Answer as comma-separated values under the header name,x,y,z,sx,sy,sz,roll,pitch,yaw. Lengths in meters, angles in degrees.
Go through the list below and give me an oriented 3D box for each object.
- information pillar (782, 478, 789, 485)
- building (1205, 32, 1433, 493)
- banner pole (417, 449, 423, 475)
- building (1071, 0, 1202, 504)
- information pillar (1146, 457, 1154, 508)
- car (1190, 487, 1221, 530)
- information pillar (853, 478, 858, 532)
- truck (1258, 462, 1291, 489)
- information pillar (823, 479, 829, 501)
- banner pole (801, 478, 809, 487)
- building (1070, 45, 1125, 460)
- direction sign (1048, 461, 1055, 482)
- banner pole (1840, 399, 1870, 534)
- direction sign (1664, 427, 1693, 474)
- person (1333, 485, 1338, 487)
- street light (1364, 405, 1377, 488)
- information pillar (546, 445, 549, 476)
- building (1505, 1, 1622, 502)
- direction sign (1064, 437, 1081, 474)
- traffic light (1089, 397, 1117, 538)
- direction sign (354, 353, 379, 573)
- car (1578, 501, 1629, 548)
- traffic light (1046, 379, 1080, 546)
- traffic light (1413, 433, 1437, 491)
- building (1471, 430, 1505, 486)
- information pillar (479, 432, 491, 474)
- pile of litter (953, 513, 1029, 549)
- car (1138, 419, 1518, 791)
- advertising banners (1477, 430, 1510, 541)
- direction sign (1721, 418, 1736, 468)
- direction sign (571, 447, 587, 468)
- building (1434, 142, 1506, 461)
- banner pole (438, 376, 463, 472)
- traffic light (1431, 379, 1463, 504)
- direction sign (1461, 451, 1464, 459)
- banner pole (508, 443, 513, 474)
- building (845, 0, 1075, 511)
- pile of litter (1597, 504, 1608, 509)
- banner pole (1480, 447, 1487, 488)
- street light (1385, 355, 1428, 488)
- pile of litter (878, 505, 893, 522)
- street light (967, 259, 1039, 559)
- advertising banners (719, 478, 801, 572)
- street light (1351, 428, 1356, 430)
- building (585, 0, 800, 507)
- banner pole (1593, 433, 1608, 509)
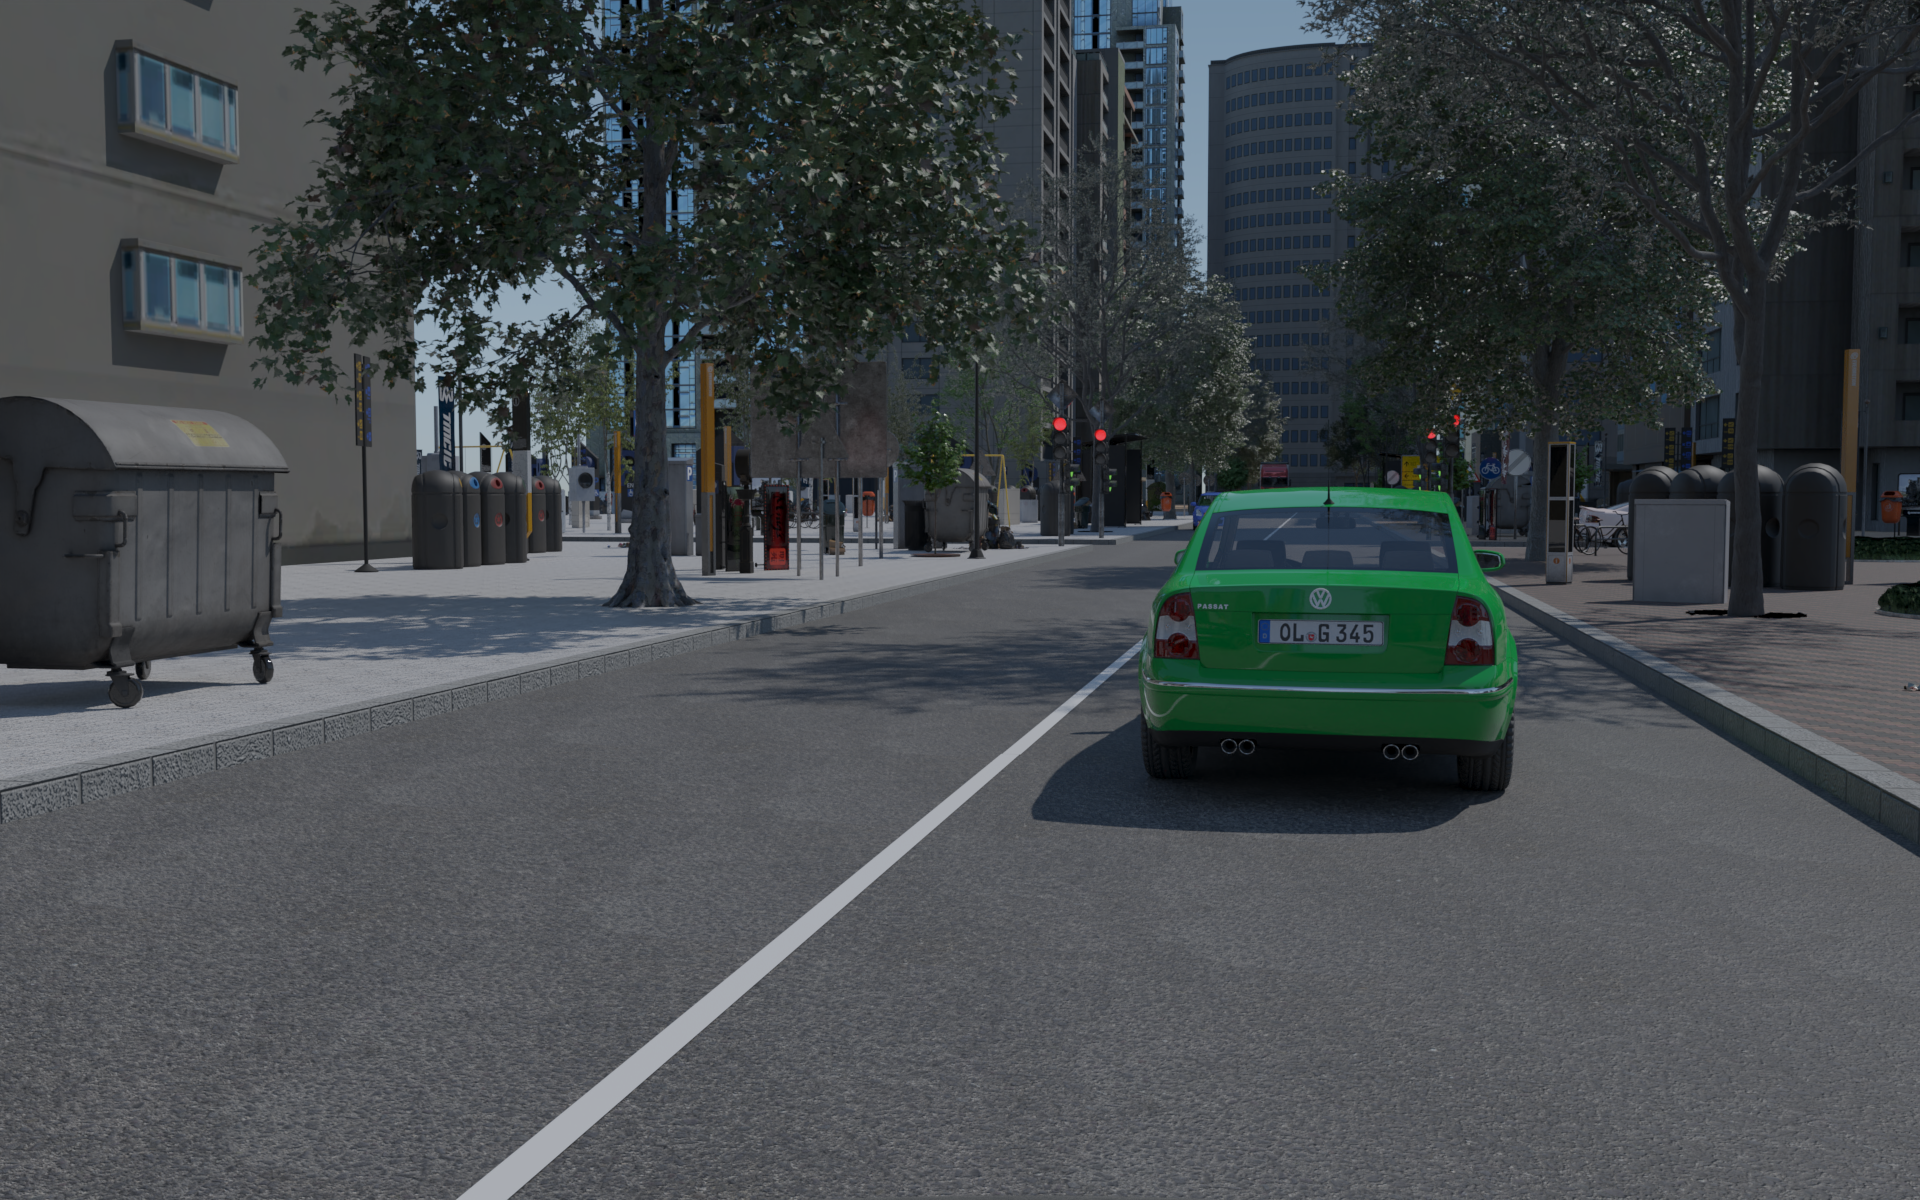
name,x,y,z,sx,sy,sz,roll,pitch,yaw
information pillar,-10.537,-6.928,104.623,0.504,3.616,0.183,3,5,41
building,46.451,-41.763,224.830,28.212,58.520,21.231,1,4,12
banner pole,-26.842,-5.824,85.236,0.863,3.779,0.401,-2,4,-27
building,16.697,-56.125,230.322,31.000,86.520,22.319,1,4,12
information pillar,10.819,-6.563,98.660,0.504,3.616,0.183,-1,4,-16
car,10.210,-3.649,69.250,1.945,1.707,3.694,1,4,10
information pillar,-3.489,-3.321,58.782,0.304,2.012,0.304,0,4,-5
truck,27.841,-10.071,153.574,2.839,4.237,11.283,1,4,10
information pillar,-6.586,-4.923,84.978,0.304,2.012,0.304,0,4,-2
banner pole,-7.160,-5.426,78.729,0.863,3.779,0.401,-3,5,-43
building,6.913,-28.860,155.447,14.154,41.232,14.086,1,4,12
direction sign,6.392,-7.866,120.602,0.379,3.537,0.876,2,4,34
banner pole,23.769,-3.421,45.958,0.863,3.779,0.401,3,5,44
direction sign,24.408,-4.094,58.933,0.876,3.537,0.379,2,4,31
person,15.817,-3.932,72.965,0.419,1.800,0.721,1,4,17
street light,21.632,-7.189,90.076,1.470,5.913,1.316,1,4,12
information pillar,-19.504,-5.538,81.893,0.183,3.616,0.504,-1,4,-8
building,54.303,-36.345,136.245,21.231,58.520,28.212,1,4,12
direction sign,4.388,-4.698,68.811,0.876,3.537,0.379,1,4,18
traffic light,4.126,-3.749,50.218,0.839,4.253,0.868,1,4,12
direction sign,-9.753,-2.224,28.356,0.379,3.537,0.876,0,4,-4
car,18.240,-1.936,44.010,4.827,1.381,2.083,1,4,12
traffic light,2.505,-3.271,42.399,0.839,4.253,0.868,1,4,12
traffic light,13.101,-3.637,48.381,0.839,4.253,0.868,1,4,12
building,62.000,-52.068,163.977,22.319,86.520,31.000,1,4,12
information pillar,-17.931,-4.532,65.450,0.183,3.616,0.504,2,4,35
pile of litter,0.719,-1.629,40.595,1.719,0.858,1.176,1,4,23
car,2.126,-0.066,9.869,1.959,1.807,4.718,1,4,14
advertising banners,14.780,-3.168,47.987,0.090,3.025,2.074,0,4,-5
direction sign,23.156,-3.646,51.603,0.876,3.537,0.379,2,4,30
direction sign,-18.326,-5.586,83.330,0.876,3.537,0.379,2,4,24
building,75.392,-36.735,220.227,30.456,49.044,23.786,1,4,12
banner pole,-9.527,-2.602,32.560,0.401,3.779,0.863,1,4,23
traffic light,11.479,-3.158,40.561,0.839,4.253,0.868,1,4,12
direction sign,26.506,-6.137,92.334,0.379,3.537,0.876,-2,4,-31
banner pole,-16.562,-4.589,65.048,0.863,3.779,0.401,-1,4,-12
building,0.194,-42.734,136.956,20.563,71.187,20.611,1,4,12
pile of litter,28.207,-3.825,76.507,1.176,0.858,1.719,-1,4,-9
banner pole,27.643,-6.207,91.493,0.401,3.779,0.863,3,5,41
street light,14.999,-5.220,57.892,1.470,5.913,1.316,1,4,12
pile of litter,-3.339,-4.059,80.329,1.176,0.858,1.719,1,4,9
street light,0.858,-3.765,34.093,1.470,5.913,1.316,1,4,12
advertising banners,-3.111,-2.009,29.037,2.074,3.025,0.090,-3,4,-38
street light,28.224,-9.141,121.997,1.470,5.913,1.316,1,4,12
building,-24.470,-53.385,185.519,31.000,86.520,22.319,1,4,12
banner pole,26.277,-4.954,71.023,0.401,3.779,0.863,-2,4,-24
